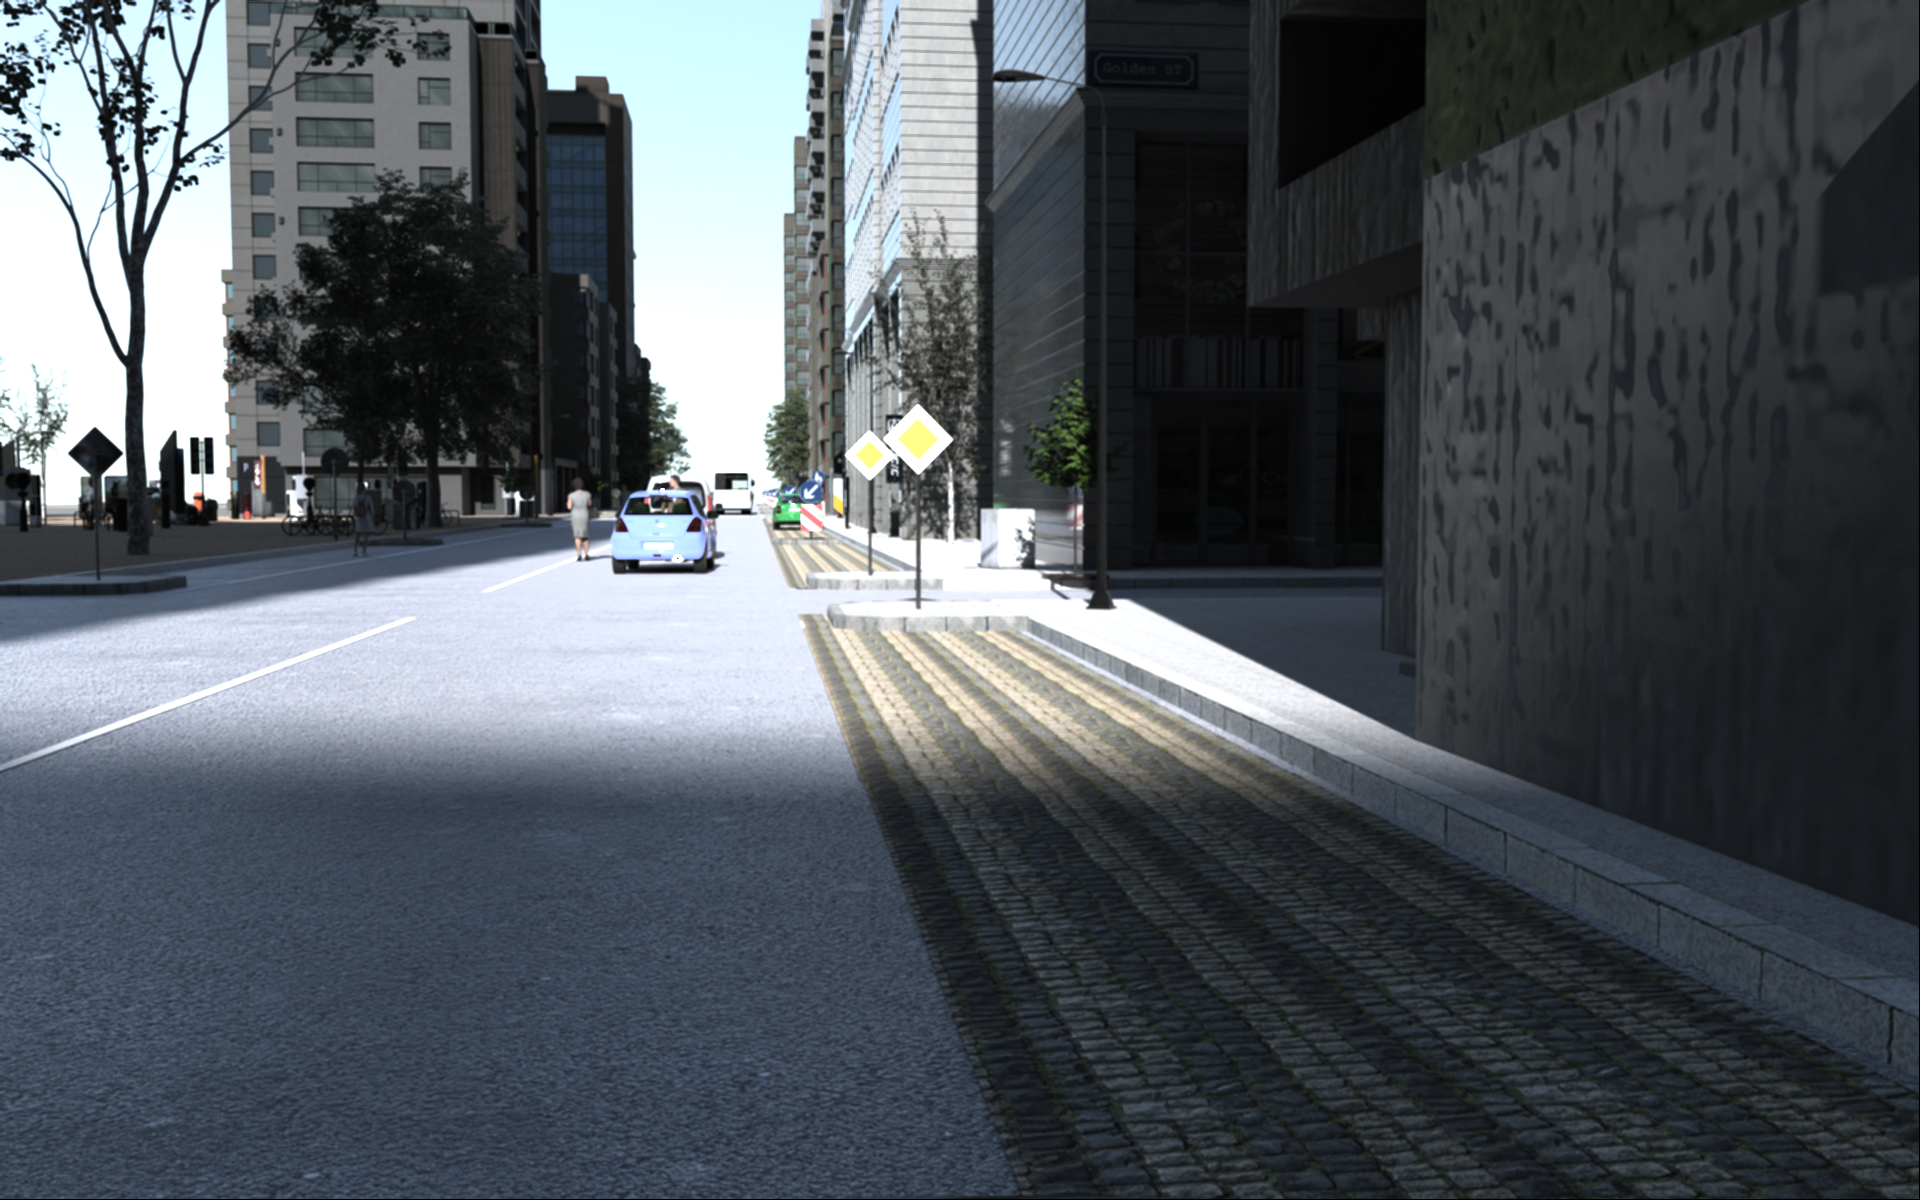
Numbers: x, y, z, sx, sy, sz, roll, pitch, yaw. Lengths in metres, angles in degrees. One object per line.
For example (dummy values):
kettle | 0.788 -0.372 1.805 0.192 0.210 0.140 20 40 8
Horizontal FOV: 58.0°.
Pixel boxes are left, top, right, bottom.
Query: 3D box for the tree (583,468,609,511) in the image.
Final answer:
tree | -27.649 -8.441 132.617 1.663 3.219 1.824 0 3 0

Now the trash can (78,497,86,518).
trash can | -44.568 -4.687 88.282 0.748 1.137 0.748 0 3 0

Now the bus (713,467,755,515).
bus | -16.141 -7.863 123.423 2.948 3.499 13.247 0 4 -6

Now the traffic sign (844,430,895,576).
traffic sign | -1.417 -1.440 27.191 0.795 2.450 0.064 0 4 -7

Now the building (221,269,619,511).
building | -44.629 -18.599 149.132 27.650 21.520 28.899 0 4 -7

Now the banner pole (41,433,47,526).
banner pole | -37.272 -4.924 70.531 0.401 3.779 0.863 -2 4 -34

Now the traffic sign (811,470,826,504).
traffic sign | -7.558 -5.663 92.694 0.768 2.556 0.104 0 4 1

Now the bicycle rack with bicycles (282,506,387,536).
bicycle rack with bicycles | -19.522 -2.449 53.426 2.925 0.926 2.852 0 4 3

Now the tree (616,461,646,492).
tree | -32.191 -11.272 168.004 4.285 4.588 4.351 0 3 0

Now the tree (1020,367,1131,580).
tree | 1.871 -1.942 26.350 1.663 3.219 1.824 0 3 0

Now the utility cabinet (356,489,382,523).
utility cabinet | -25.379 -4.020 74.400 0.318 1.500 1.173 2 4 29

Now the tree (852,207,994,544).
tree | -0.368 -5.725 43.972 4.360 8.622 3.978 0 3 0

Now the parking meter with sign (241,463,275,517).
parking meter with sign | -39.001 -6.122 96.358 1.738 3.016 0.543 1 4 12

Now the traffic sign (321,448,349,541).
traffic sign | -17.222 -2.913 47.732 0.768 2.556 0.104 0 4 -2

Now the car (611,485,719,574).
car | -5.519 -1.399 32.463 1.945 1.707 3.694 0 4 -5

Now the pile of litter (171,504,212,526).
pile of litter | -31.602 -3.491 71.043 1.719 0.858 1.176 -2 4 -24

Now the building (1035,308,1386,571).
building | 16.035 -15.760 35.175 29.804 29.767 11.434 0 4 -7

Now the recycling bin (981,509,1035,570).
recycling bin | 0.824 -1.058 29.859 0.722 1.027 0.722 -2 4 -28

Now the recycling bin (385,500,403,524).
recycling bin | -24.449 -3.824 75.068 0.722 1.027 0.722 0 4 0

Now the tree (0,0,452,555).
tree | -17.514 -11.105 37.464 12.611 20.169 13.585 0 3 0

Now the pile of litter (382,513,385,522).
pile of litter | -26.737 -3.937 78.338 1.176 0.858 1.719 2 4 32

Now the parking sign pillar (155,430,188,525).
parking sign pillar | -33.407 -5.198 73.459 1.447 3.967 1.447 3 5 40

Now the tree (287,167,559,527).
tree | -20.472 -9.782 66.583 9.857 13.997 8.962 0 3 0

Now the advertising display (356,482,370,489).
advertising display | -31.328 -5.241 90.897 0.974 1.923 0.123 2 4 33

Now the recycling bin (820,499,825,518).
recycling bin | -7.763 -5.027 94.742 0.722 1.027 0.722 0 4 -6

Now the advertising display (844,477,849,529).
advertising display | -4.223 -3.630 64.557 0.123 1.923 0.974 0 4 -8

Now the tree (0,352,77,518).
tree | -49.580 -8.730 93.093 4.360 8.622 3.978 0 3 0

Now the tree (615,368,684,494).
tree | -33.059 -16.434 175.353 9.857 13.997 8.962 0 3 0

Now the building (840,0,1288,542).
building | 1.930 -17.509 63.766 11.434 29.767 29.804 0 4 -7

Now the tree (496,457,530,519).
tree | -23.256 -5.831 89.937 1.663 3.219 1.824 0 3 0

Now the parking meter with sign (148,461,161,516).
parking meter with sign | -42.332 -5.806 91.192 1.738 3.016 0.543 2 4 35

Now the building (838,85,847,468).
building | 1.362 -18.192 90.939 14.314 27.812 24.014 0 4 -7

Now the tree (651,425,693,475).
tree | -43.718 -20.370 258.810 9.928 11.665 9.643 0 3 0

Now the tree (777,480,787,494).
tree | -22.456 -13.762 219.614 1.663 3.219 1.824 0 3 0

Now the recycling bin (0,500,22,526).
recycling bin | -38.342 -3.511 69.953 0.722 1.027 0.722 3 4 37

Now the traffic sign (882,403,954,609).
traffic sign | -0.467 -0.955 19.263 0.795 2.450 0.064 0 4 -7

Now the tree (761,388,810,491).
tree | -17.689 -16.353 185.504 7.486 12.596 7.792 0 3 0

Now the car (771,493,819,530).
car | -6.677 -3.750 70.114 1.959 1.807 4.718 0 4 -6

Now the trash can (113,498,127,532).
trash can | -28.411 -2.893 58.959 0.748 1.137 0.748 0 3 0

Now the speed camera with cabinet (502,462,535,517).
speed camera with cabinet | -24.540 -6.232 96.237 2.038 3.252 0.660 3 4 36

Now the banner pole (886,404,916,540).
banner pole | -1.657 -3.556 48.150 0.863 3.779 0.401 0 4 -2

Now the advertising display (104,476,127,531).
advertising display | -29.455 -3.387 60.597 0.974 1.923 0.123 1 4 12

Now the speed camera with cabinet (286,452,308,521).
speed camera with cabinet | -31.530 -5.383 82.341 0.660 3.252 2.038 -2 4 -33

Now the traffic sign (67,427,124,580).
traffic sign | -12.882 -1.358 25.843 0.795 2.450 0.064 0 4 -7

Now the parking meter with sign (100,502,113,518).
parking meter with sign | -45.389 -5.919 93.030 1.738 3.016 0.543 -3 4 -38

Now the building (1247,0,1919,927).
building | 9.094 -14.637 11.020 14.160 30.474 14.107 0 4 -7

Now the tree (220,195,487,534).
tree | -19.220 -7.370 54.906 8.767 10.594 7.601 -1 4 -11

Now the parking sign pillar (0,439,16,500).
parking sign pillar | -47.318 -5.938 85.562 1.447 3.967 1.447 -1 4 -11

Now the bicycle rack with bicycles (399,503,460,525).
bicycle rack with bicycles | -22.125 -3.539 71.252 2.852 0.926 2.925 2 4 26

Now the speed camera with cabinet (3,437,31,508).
speed camera with cabinet | -33.218 -3.996 59.664 2.038 3.252 0.660 0 4 -7

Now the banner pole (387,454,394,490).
banner pole | -29.899 -6.176 90.999 0.401 3.779 0.863 1 4 9

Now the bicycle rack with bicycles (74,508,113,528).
bicycle rack with bicycles | -32.221 -3.229 66.168 2.852 0.926 2.925 1 4 11

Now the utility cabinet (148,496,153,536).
utility cabinet | -24.959 -2.552 52.892 0.306 1.237 1.020 -3 5 -40

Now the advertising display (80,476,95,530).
advertising display | -31.128 -3.468 61.923 0.974 1.923 0.123 3 4 37
